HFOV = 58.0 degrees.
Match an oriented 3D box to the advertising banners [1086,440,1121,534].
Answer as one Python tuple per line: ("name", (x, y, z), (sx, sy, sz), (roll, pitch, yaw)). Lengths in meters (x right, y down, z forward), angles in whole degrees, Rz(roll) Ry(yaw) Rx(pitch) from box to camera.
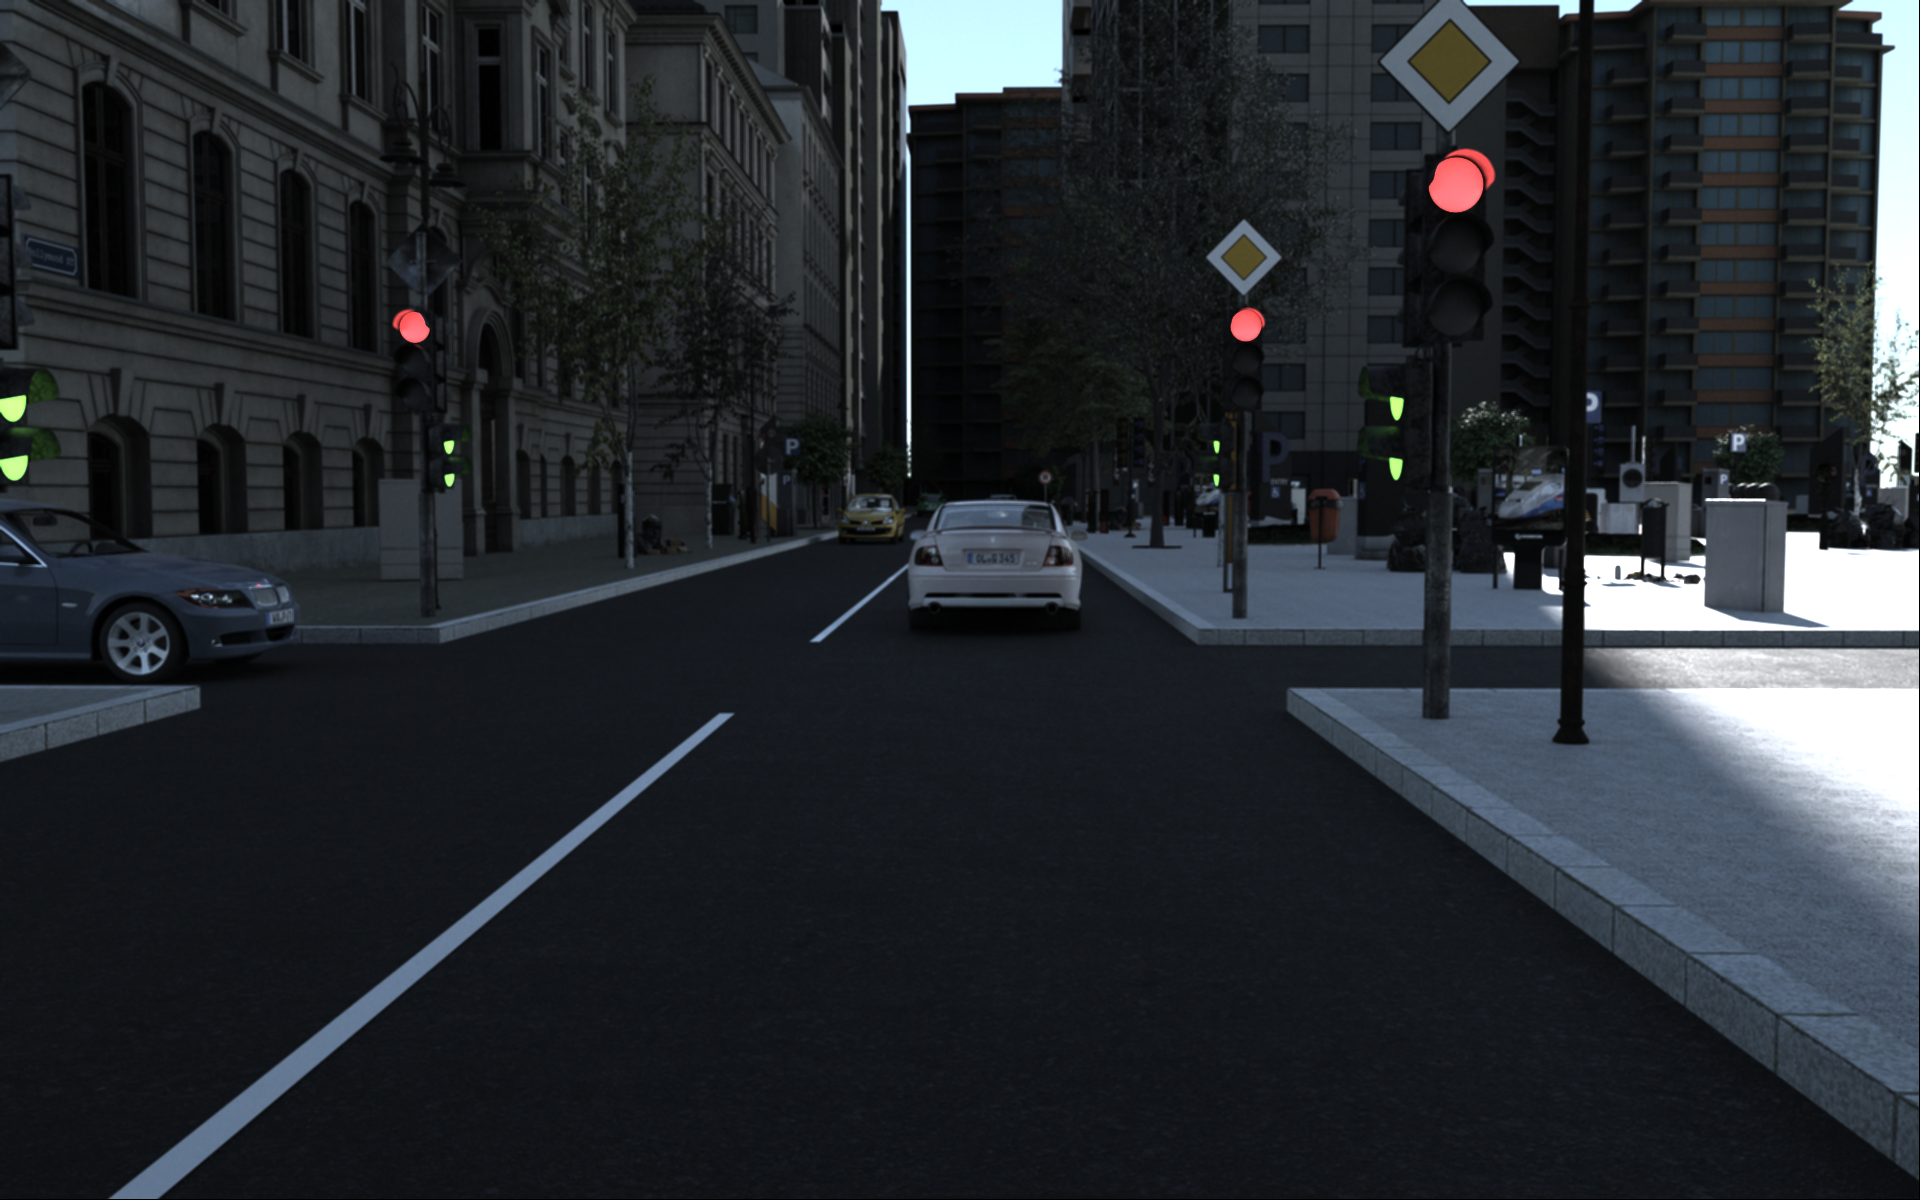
("advertising banners", (4.700, -3.689, 56.509), (0.090, 3.025, 2.074), (-2, 4, -28))

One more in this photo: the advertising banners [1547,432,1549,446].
("advertising banners", (16.790, -3.268, 49.622), (0.090, 3.025, 2.074), (1, 4, 17))

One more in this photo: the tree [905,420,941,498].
("tree", (-3.863, -13.469, 170.578), (4.360, 8.622, 3.978), (0, 3, 0))

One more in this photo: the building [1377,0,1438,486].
("building", (17.343, -40.914, 107.190), (20.563, 71.187, 20.611), (0, 4, 1))

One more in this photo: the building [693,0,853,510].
("building", (-13.852, -20.148, 101.126), (14.160, 30.474, 14.107), (0, 4, 1))

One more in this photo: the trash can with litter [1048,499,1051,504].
("trash can with litter", (4.655, -4.767, 89.324), (0.624, 1.170, 1.055), (-3, 4, -37))

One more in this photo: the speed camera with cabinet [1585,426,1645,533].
("speed camera with cabinet", (18.753, -3.418, 50.215), (2.038, 3.252, 0.660), (1, 4, 19))

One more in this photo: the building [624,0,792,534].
("building", (-12.574, -12.203, 64.150), (10.561, 19.102, 19.286), (0, 4, 1))

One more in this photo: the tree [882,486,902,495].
("tree", (-4.484, -7.290, 113.793), (1.663, 3.219, 1.824), (0, 3, 0))

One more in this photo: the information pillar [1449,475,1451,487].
("information pillar", (18.546, -3.767, 66.077), (0.304, 2.012, 0.304), (0, 4, 8))

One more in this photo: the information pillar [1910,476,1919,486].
("information pillar", (38.085, -3.949, 69.053), (0.304, 2.012, 0.304), (-1, 4, -11))

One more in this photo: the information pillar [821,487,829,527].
("information pillar", (-5.237, -3.833, 67.169), (0.304, 2.012, 0.304), (-1, 4, -13))

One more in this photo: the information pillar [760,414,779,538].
("information pillar", (-5.617, -3.643, 50.920), (0.504, 3.616, 0.183), (-2, 4, -27))

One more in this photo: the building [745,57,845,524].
("building", (-11.131, -14.291, 82.808), (9.793, 20.994, 18.267), (0, 4, 1))

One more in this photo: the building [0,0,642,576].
("building", (-15.682, -13.303, 36.594), (14.460, 24.649, 34.723), (0, 4, 1))

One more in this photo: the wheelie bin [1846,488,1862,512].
("wheelie bin", (43.417, -4.668, 84.227), (0.693, 1.594, 0.980), (3, 5, 41))

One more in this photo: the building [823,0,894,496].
("building", (-12.957, -28.161, 144.029), (14.154, 41.232, 14.086), (0, 4, 1))

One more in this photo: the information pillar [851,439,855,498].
("information pillar", (-4.552, -5.034, 73.661), (0.183, 3.616, 0.504), (0, 4, 8))

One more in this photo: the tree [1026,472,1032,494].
("tree", (6.131, -9.526, 150.358), (1.663, 3.219, 1.824), (0, 3, 0))

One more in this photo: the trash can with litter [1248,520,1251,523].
("trash can with litter", (12.697, -3.965, 75.882), (2.233, 1.210, 1.678), (1, 4, 20))

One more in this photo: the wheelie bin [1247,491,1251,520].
("wheelie bin", (14.534, -4.714, 84.983), (0.693, 1.594, 0.980), (-2, 4, -28))

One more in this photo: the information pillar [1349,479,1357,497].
("information pillar", (19.519, -4.989, 86.057), (0.304, 2.012, 0.304), (-3, 5, -43))

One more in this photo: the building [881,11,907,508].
("building", (-12.335, -31.157, 159.532), (14.200, 45.320, 14.600), (0, 4, 1))

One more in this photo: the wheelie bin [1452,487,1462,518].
("wheelie bin", (23.403, -4.546, 82.241), (0.693, 1.594, 0.980), (-1, 4, -15))

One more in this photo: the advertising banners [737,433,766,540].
("advertising banners", (-5.892, -3.243, 49.214), (0.090, 3.025, 2.074), (1, 4, 15))

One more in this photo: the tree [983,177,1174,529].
("tree", (4.527, -8.842, 62.688), (7.486, 12.596, 7.792), (0, 3, 0))

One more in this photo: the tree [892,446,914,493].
("tree", (-4.232, -7.259, 102.392), (4.285, 4.588, 4.351), (0, 3, 0))

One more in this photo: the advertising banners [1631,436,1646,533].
("advertising banners", (20.257, -3.398, 51.745), (0.090, 3.025, 2.074), (2, 4, 32))

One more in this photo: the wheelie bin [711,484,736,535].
("wheelie bin", (-7.433, -2.831, 54.187), (0.980, 1.594, 0.693), (1, 4, 15))

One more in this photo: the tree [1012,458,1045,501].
("tree", (6.334, -10.570, 156.529), (4.285, 4.588, 4.351), (0, 3, 0))

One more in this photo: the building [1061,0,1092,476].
("building", (22.824, -34.434, 152.231), (28.713, 52.752, 27.495), (0, 4, 1))

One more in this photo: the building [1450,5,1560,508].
("building", (44.646, -31.047, 157.732), (14.200, 45.320, 14.600), (0, 4, 1))

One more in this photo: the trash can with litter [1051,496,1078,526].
("trash can with litter", (4.260, -3.557, 69.542), (0.624, 1.170, 1.055), (2, 4, 25))

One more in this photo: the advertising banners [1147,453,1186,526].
("advertising banners", (8.294, -4.512, 69.952), (0.090, 3.025, 2.074), (-3, 5, -44))

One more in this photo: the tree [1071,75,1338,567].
("tree", (4.407, -4.890, 30.315), (4.360, 8.622, 3.978), (0, 3, 0))

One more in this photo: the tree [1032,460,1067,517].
("tree", (5.309, -6.284, 97.346), (1.663, 3.219, 1.824), (0, 3, 0))

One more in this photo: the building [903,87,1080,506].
("building", (7.201, -32.701, 189.292), (28.867, 44.769, 22.147), (0, 4, 1))

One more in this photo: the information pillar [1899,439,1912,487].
("information pillar", (40.349, -5.053, 73.973), (0.504, 3.616, 0.183), (1, 4, 20))

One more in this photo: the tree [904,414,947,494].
("tree", (-3.127, -12.724, 158.399), (4.737, 8.622, 4.395), (0, 3, 0))

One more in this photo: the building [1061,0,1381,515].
("building", (18.252, -42.171, 127.748), (20.563, 71.187, 20.611), (0, 4, 1))

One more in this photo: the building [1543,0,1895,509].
("building", (66.114, -30.564, 154.347), (28.867, 44.769, 22.147), (0, 4, 1))

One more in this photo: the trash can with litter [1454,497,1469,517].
("trash can with litter", (20.186, -3.558, 69.555), (0.624, 1.170, 1.055), (0, 4, 8))
